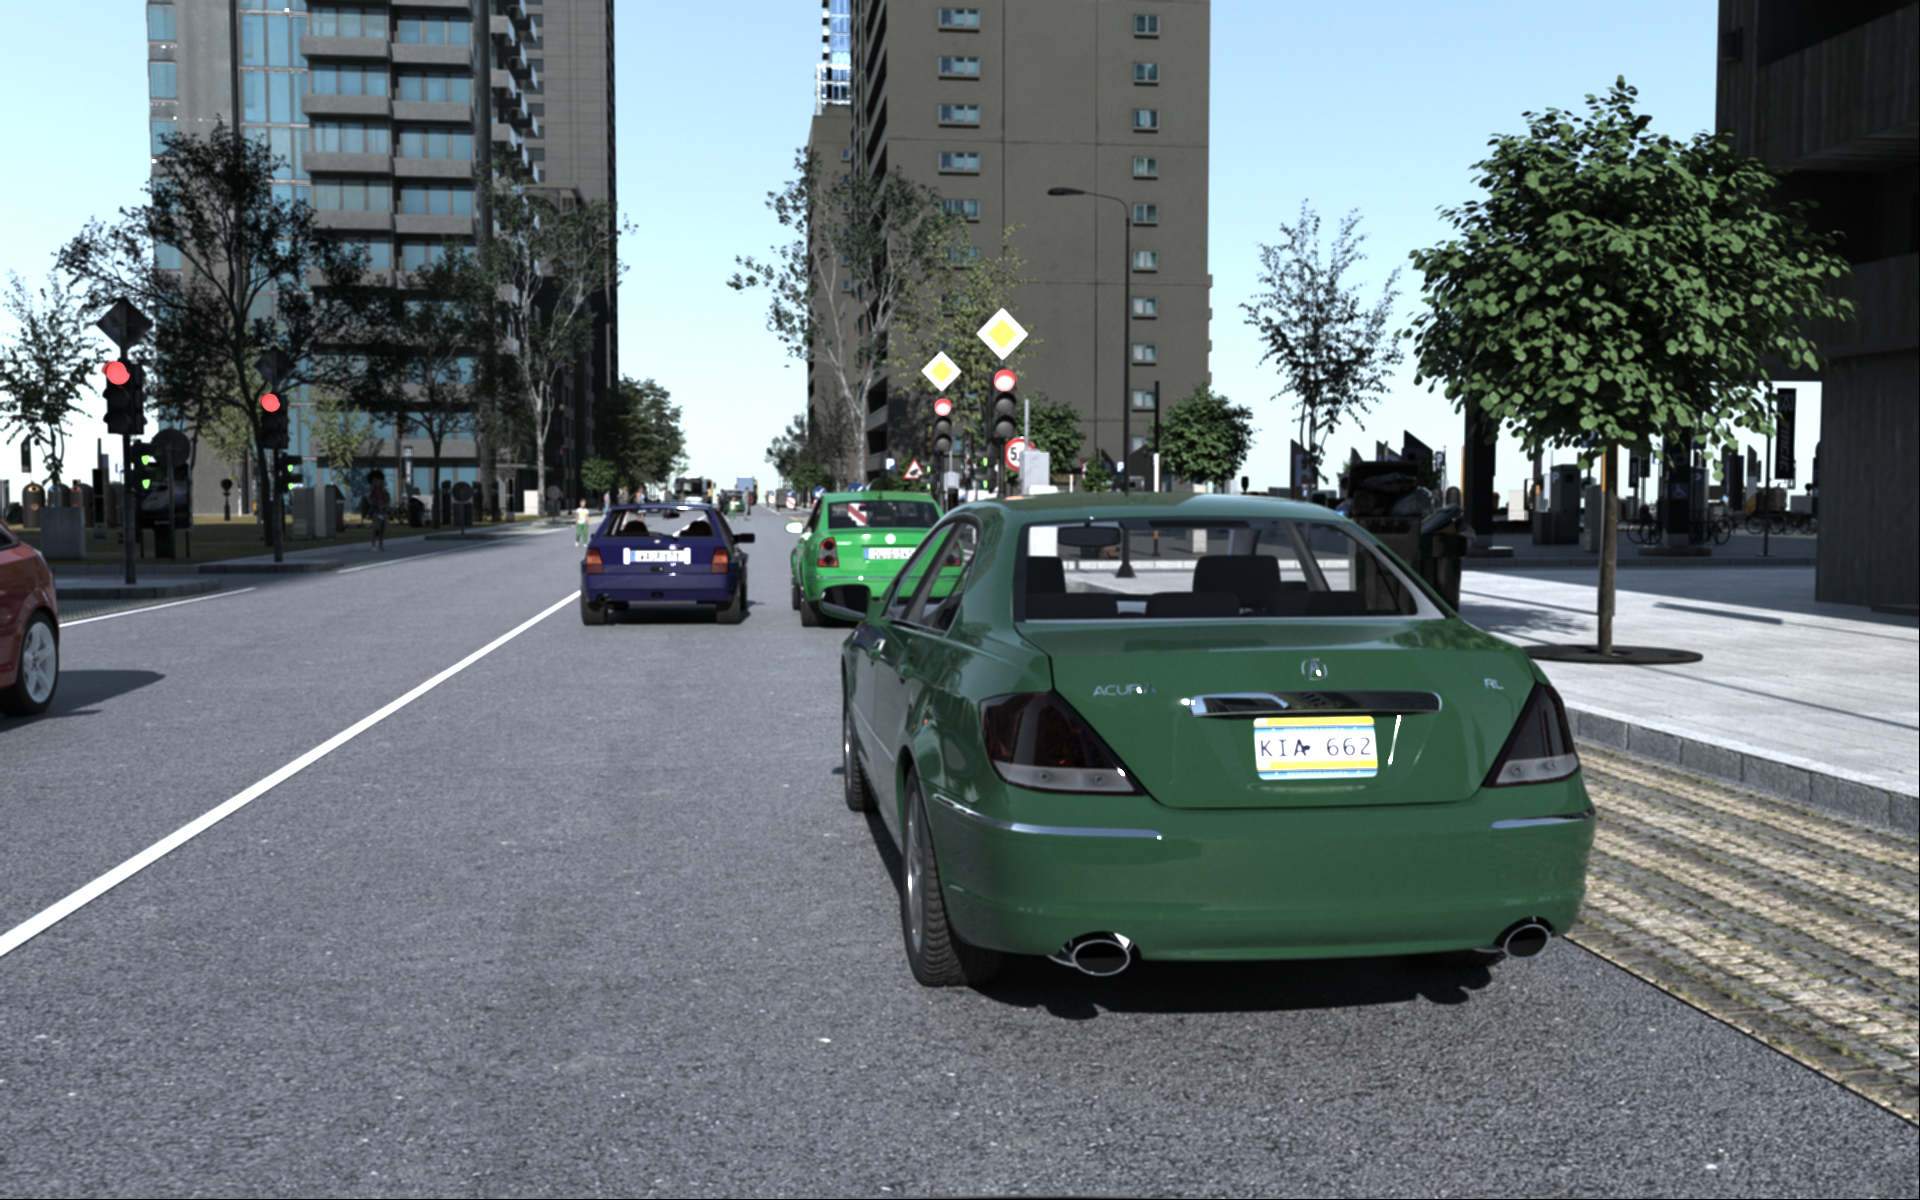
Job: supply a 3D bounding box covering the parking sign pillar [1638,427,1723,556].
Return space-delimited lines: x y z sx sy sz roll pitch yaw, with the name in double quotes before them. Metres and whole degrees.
"parking sign pillar" 15.063 -2.930 36.380 1.447 3.967 1.447 1 4 17

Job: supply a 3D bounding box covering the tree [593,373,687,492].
"tree" -33.959 -16.916 183.227 9.857 13.997 8.962 0 3 0

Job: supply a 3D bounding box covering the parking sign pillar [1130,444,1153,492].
"parking sign pillar" 8.515 -5.630 80.515 1.447 3.967 1.447 0 4 2

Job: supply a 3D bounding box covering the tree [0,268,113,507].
"tree" -29.394 -6.441 55.674 4.737 8.622 4.395 0 3 0

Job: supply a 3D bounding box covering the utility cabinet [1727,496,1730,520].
"utility cabinet" 33.123 -3.933 75.473 1.020 1.237 0.306 -3 4 -36

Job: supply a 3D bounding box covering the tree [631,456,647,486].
"tree" -36.167 -15.052 196.457 4.360 8.622 3.978 0 3 0

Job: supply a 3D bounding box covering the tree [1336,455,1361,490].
"tree" 18.926 -5.436 83.485 1.663 3.219 1.824 0 3 0

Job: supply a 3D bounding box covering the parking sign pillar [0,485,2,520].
"parking sign pillar" -18.604 -2.675 32.207 1.447 3.967 1.447 2 4 28

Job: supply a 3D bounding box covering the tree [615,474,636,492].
"tree" -31.476 -10.252 162.224 1.663 3.219 1.824 0 3 0

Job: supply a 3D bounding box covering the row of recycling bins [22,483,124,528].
"row of recycling bins" -33.523 -3.555 65.232 3.534 1.692 1.069 0 4 1

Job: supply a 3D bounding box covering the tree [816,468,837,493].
"tree" -9.755 -8.164 128.087 1.663 3.219 1.824 0 3 0

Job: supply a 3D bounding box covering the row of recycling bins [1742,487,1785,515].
"row of recycling bins" 44.494 -5.449 96.205 1.069 1.692 3.534 -1 4 -12

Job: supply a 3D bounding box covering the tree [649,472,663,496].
"tree" -37.080 -15.734 207.604 4.737 8.622 4.395 0 3 0

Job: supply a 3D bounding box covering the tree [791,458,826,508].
"tree" -13.478 -10.563 156.422 4.285 4.588 4.351 0 3 0

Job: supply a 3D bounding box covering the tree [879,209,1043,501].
"tree" 0.270 -5.749 44.360 4.737 8.622 4.395 0 3 0

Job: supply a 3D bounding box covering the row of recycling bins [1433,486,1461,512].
"row of recycling bins" 25.440 -5.319 94.072 3.534 1.692 1.069 2 4 34

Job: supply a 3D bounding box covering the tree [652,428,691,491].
"tree" -45.018 -20.765 265.263 9.928 11.665 9.643 0 3 0

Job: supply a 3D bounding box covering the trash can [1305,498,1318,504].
"trash can" 13.267 -3.249 64.773 0.748 1.137 0.748 0 3 0

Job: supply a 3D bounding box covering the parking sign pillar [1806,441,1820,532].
"parking sign pillar" 29.888 -4.339 59.418 1.447 3.967 1.447 -1 4 -23

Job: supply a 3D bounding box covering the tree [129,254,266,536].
"tree" -23.794 -6.311 53.547 4.360 8.622 3.978 0 3 0

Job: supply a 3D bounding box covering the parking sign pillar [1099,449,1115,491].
"parking sign pillar" 8.671 -7.002 102.955 1.447 3.967 1.447 -2 4 -28

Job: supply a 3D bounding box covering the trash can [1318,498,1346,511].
"trash can" 13.101 -2.978 60.341 0.748 1.137 0.748 0 3 0

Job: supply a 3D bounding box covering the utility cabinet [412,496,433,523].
"utility cabinet" -23.555 -3.965 75.987 0.306 1.237 1.020 2 4 24

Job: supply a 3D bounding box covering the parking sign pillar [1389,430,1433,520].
"parking sign pillar" 19.005 -5.117 72.142 1.447 3.967 1.447 3 5 44

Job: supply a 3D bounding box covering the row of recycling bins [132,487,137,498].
"row of recycling bins" -33.560 -3.843 69.952 1.069 1.692 3.534 0 4 0

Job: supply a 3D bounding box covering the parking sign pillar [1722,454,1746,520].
"parking sign pillar" 39.001 -6.030 87.070 1.447 3.967 1.447 1 4 13

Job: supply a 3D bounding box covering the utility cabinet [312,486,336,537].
"utility cabinet" -18.665 -2.586 50.962 0.318 1.500 1.173 -2 4 -34

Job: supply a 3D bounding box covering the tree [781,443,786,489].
"tree" -14.846 -13.418 169.753 4.360 8.622 3.978 0 3 0

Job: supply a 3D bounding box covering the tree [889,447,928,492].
"tree" -2.112 -4.536 68.757 1.663 3.219 1.824 0 3 0

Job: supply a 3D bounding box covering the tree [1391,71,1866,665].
"tree" 5.113 -1.821 13.492 4.285 4.588 4.351 0 3 0

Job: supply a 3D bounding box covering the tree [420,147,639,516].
"tree" -25.136 -14.787 97.648 12.611 20.169 13.585 0 3 0

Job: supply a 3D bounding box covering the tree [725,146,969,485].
"tree" -6.203 -14.620 94.931 12.611 20.169 13.585 0 3 0

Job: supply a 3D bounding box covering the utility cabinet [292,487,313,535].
"utility cabinet" -20.458 -2.770 53.973 0.318 1.500 1.173 -3 5 -41

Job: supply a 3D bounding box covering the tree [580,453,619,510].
"tree" -29.127 -9.538 139.655 4.285 4.588 4.351 0 3 0

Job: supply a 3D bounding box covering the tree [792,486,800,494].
"tree" -20.909 -13.991 223.350 1.663 3.219 1.824 0 3 0

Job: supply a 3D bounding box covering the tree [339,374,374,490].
"tree" -37.317 -9.368 103.529 4.737 8.622 4.395 0 3 0

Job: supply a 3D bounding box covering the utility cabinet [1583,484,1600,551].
"utility cabinet" 14.171 -1.837 38.714 0.318 1.500 1.173 1 4 12

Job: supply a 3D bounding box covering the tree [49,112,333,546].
"tree" -17.208 -6.612 42.516 7.601 10.594 8.767 3 4 38

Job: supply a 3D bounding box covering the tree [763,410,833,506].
"tree" -17.753 -15.730 191.598 8.767 10.594 7.601 0 4 2

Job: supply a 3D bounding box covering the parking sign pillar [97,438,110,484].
"parking sign pillar" -41.401 -5.823 83.686 1.447 3.967 1.447 -2 4 -28

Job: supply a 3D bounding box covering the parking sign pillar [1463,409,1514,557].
"parking sign pillar" 10.670 -2.884 35.624 1.447 3.967 1.447 1 4 8

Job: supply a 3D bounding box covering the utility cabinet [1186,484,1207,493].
"utility cabinet" 5.177 -1.786 37.888 0.318 1.500 1.173 0 3 0

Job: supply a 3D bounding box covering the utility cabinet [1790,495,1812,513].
"utility cabinet" 39.533 -4.292 81.343 0.306 1.237 1.020 -2 4 -30

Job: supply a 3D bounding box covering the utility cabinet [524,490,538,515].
"utility cabinet" -25.789 -5.889 104.965 1.173 1.500 0.318 0 4 3

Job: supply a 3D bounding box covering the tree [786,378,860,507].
"tree" -7.820 -9.693 108.839 4.360 8.622 3.978 0 3 0

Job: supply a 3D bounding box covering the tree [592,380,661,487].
"tree" -33.714 -15.526 171.979 7.486 12.596 7.792 0 3 0

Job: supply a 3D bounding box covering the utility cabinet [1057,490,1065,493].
"utility cabinet" 6.008 -5.841 104.183 0.318 1.500 1.173 1 4 21

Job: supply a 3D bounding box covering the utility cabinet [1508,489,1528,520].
"utility cabinet" 26.735 -4.513 82.468 1.173 1.500 0.318 1 4 21

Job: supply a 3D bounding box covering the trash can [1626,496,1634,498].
"trash can" 44.879 -6.371 115.823 0.748 1.137 0.748 0 3 0

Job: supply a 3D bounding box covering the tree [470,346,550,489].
"tree" -22.440 -8.327 86.514 4.360 8.622 3.978 0 3 0

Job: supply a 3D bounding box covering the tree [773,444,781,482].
"tree" -22.502 -17.085 229.698 4.360 8.622 3.978 0 3 0

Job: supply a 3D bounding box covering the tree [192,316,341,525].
"tree" -28.778 -7.352 70.560 4.737 8.622 4.395 0 3 0

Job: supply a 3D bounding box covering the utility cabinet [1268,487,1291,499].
"utility cabinet" 10.042 -2.793 54.339 0.318 1.500 1.173 2 4 33

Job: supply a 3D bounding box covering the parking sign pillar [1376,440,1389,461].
"parking sign pillar" 21.122 -5.918 85.229 1.447 3.967 1.447 1 4 14

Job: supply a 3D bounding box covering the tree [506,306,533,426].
"tree" -19.141 -7.927 64.020 8.767 10.594 7.601 3 5 40

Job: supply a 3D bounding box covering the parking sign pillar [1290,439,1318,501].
"parking sign pillar" 16.779 -5.870 84.448 1.447 3.967 1.447 -1 4 -15

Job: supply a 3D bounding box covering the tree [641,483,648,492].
"tree" -37.232 -12.745 202.989 1.663 3.219 1.824 0 3 0

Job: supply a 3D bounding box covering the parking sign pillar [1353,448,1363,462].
"parking sign pillar" 23.801 -6.994 102.830 1.447 3.967 1.447 3 4 39
